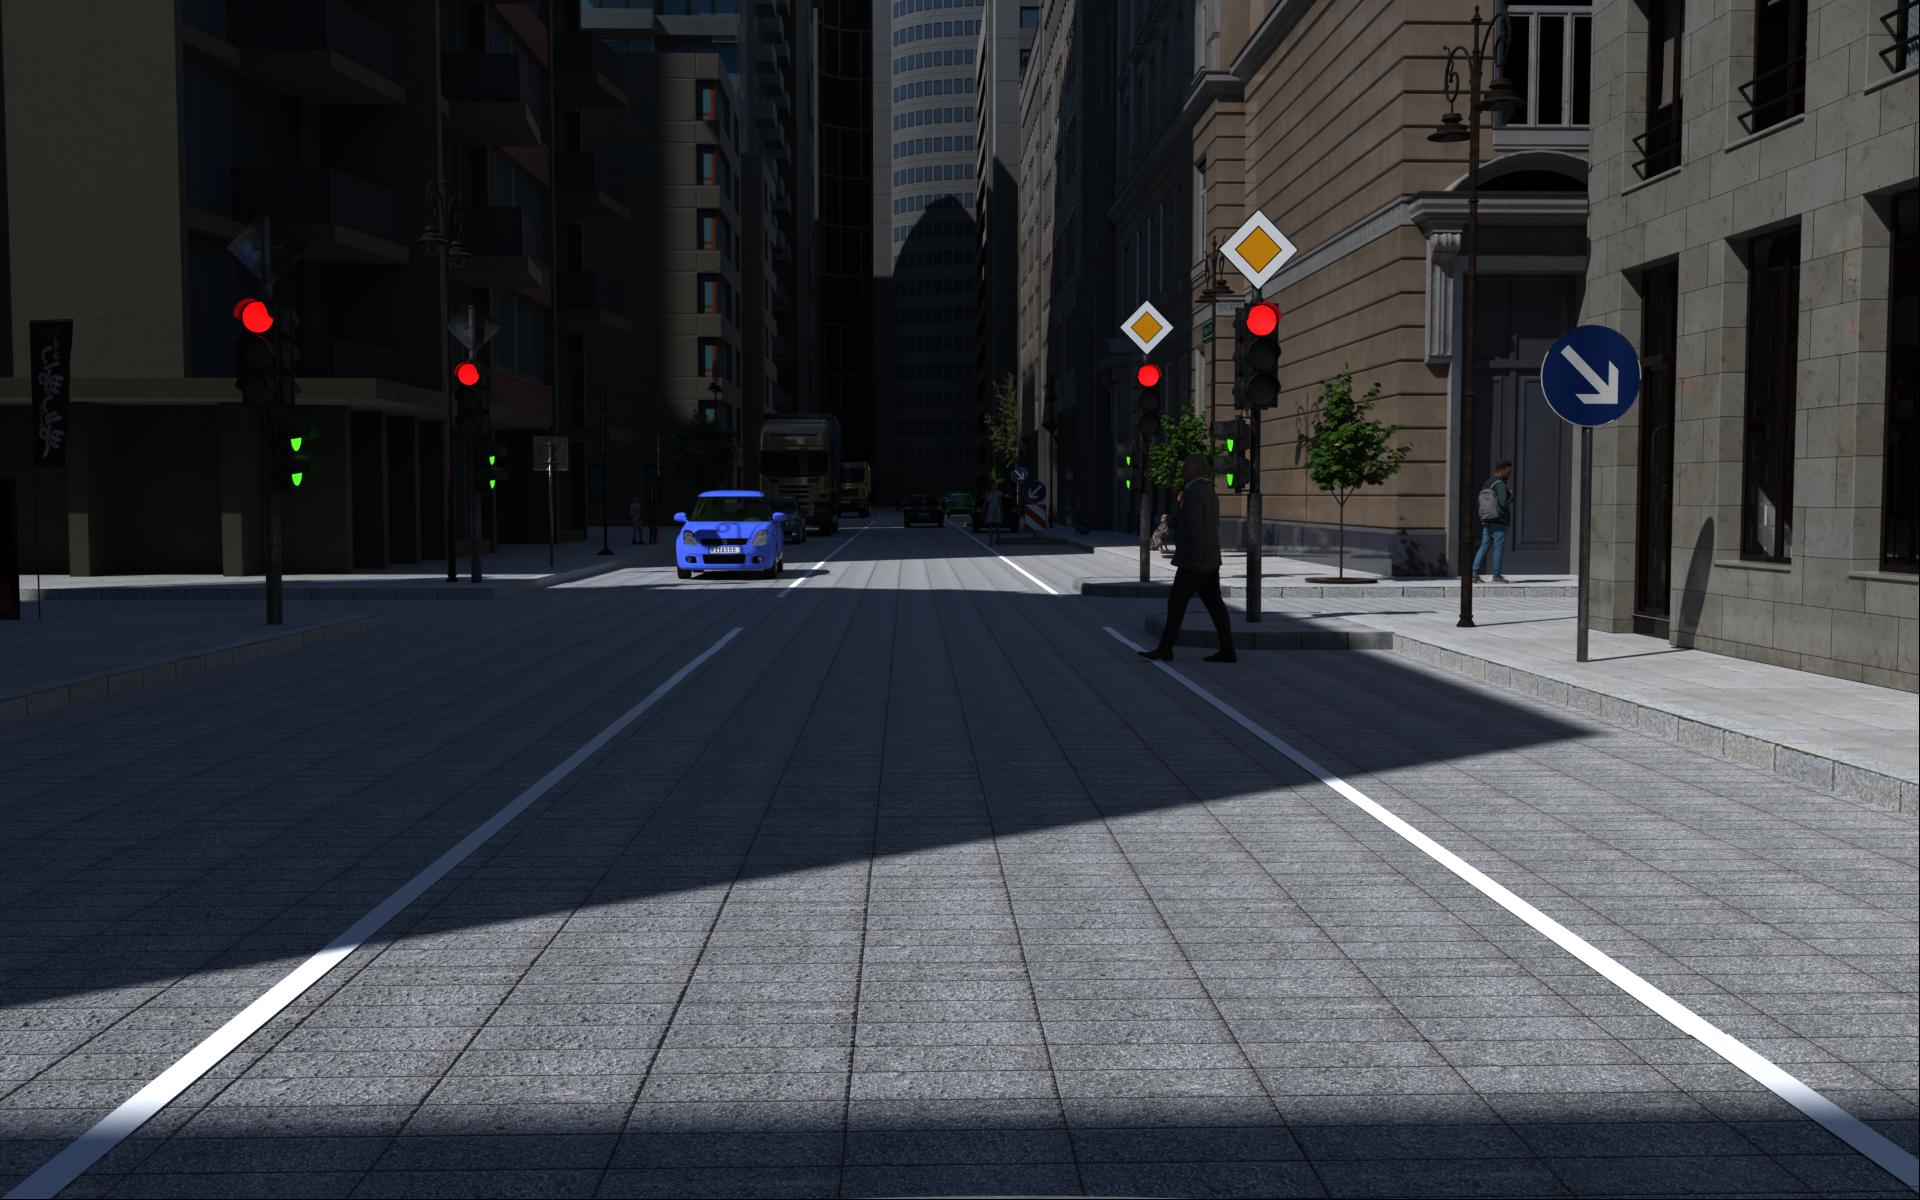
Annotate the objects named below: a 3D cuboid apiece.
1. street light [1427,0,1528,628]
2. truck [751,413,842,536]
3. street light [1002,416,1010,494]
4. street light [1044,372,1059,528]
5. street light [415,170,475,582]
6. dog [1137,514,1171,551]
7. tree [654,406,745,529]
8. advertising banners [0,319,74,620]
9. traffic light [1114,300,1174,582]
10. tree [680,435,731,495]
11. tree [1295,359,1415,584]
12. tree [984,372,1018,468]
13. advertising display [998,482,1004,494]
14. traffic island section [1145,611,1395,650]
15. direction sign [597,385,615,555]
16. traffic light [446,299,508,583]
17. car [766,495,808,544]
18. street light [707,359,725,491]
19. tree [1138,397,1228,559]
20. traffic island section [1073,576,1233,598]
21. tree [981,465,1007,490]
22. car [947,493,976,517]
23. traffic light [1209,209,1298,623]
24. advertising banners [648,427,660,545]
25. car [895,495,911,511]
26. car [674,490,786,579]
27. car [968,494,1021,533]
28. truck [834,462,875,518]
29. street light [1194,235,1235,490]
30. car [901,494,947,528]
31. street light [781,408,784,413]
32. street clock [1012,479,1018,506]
[{"bbox_3d":[4.888,-2.677,16.554,0.468,5.910,1.993,0,4,-2],"label":"street light"},{"bbox_3d":[-5.675,-4.484,62.220,2.839,4.237,11.283,0,4,-2],"label":"truck"},{"bbox_3d":[2.595,-7.784,100.054,0.468,5.910,1.993,0,4,-2],"label":"street light"},{"bbox_3d":[3.466,-5.679,65.638,0.468,5.910,1.993,0,4,-2],"label":"street light"},{"bbox_3d":[-7.428,-3.203,25.156,0.468,5.910,1.993,0,4,-2],"label":"street light"},{"bbox_3d":[4.409,-1.526,39.326,0.800,0.831,0.513,0,4,2],"label":"dog"},{"bbox_3d":[-9.615,-4.933,64.372,4.285,4.588,4.351,0,3,0],"label":"tree"},{"bbox_3d":[-9.862,-1.313,17.655,2.074,3.025,0.090,1,4,15],"label":"advertising banners"},{"bbox_3d":[2.685,-2.221,25.228,0.839,4.253,0.868,0,4,-2],"label":"traffic light"},{"bbox_3d":[-8.360,-3.816,56.995,1.663,3.219,1.824,0,3,0],"label":"tree"},{"bbox_3d":[5.495,-1.856,24.946,1.663,3.219,1.824,0,3,0],"label":"tree"},{"bbox_3d":[3.526,-9.371,103.571,4.737,8.622,4.395,0,3,0],"label":"tree"},{"bbox_3d":[2.261,-5.555,96.045,0.123,1.923,0.974,1,4,13],"label":"advertising display"},{"bbox_3d":[2.964,0.301,17.362,2.009,0.180,2.903,0,4,-2],"label":"traffic island section"},{"bbox_3d":[-7.472,-2.718,36.429,0.379,3.537,0.876,0,4,-1],"label":"direction sign"},{"bbox_3d":[-6.971,-2.202,24.926,0.839,4.253,0.868,0,4,-2],"label":"traffic light"},{"bbox_3d":[-5.460,-2.377,50.873,2.014,1.417,4.499,0,4,-2],"label":"car"},{"bbox_3d":[-8.343,-5.289,59.258,0.468,5.910,1.993,0,4,-2],"label":"street light"},{"bbox_3d":[4.670,-2.441,34.517,1.663,3.219,1.824,0,3,0],"label":"tree"},{"bbox_3d":[2.726,-0.187,25.344,2.009,0.180,2.903,0,4,-2],"label":"traffic island section"},{"bbox_3d":[2.315,-7.408,115.722,1.663,3.219,1.824,0,3,0],"label":"tree"},{"bbox_3d":[0.032,-6.165,109.591,1.959,1.807,4.718,0,4,-1],"label":"car"},{"bbox_3d":[2.923,-1.732,17.247,0.839,4.253,0.868,0,4,-2],"label":"traffic light"},{"bbox_3d":[-7.868,-2.965,44.662,0.090,3.025,2.074,0,4,-2],"label":"advertising banners"},{"bbox_3d":[-4.566,-8.281,147.976,1.945,1.354,3.894,0,4,-1],"label":"car"},{"bbox_3d":[-4.004,-1.275,30.437,1.945,1.707,3.694,0,4,-3],"label":"car"},{"bbox_3d":[1.326,-3.386,65.149,2.009,1.686,4.222,0,4,0],"label":"car"},{"bbox_3d":[-6.858,-6.739,106.110,3.469,3.379,9.791,0,4,-1],"label":"truck"},{"bbox_3d":[4.560,-3.573,31.200,0.468,5.910,1.993,0,4,-2],"label":"street light"},{"bbox_3d":[-1.565,-4.020,75.505,2.009,1.686,4.222,0,4,-1],"label":"car"},{"bbox_3d":[-9.534,-7.375,93.367,0.468,5.910,1.993,0,4,-2],"label":"street light"},{"bbox_3d":[2.687,-4.927,85.124,0.358,2.002,0.471,0,4,-7],"label":"street clock"}]
